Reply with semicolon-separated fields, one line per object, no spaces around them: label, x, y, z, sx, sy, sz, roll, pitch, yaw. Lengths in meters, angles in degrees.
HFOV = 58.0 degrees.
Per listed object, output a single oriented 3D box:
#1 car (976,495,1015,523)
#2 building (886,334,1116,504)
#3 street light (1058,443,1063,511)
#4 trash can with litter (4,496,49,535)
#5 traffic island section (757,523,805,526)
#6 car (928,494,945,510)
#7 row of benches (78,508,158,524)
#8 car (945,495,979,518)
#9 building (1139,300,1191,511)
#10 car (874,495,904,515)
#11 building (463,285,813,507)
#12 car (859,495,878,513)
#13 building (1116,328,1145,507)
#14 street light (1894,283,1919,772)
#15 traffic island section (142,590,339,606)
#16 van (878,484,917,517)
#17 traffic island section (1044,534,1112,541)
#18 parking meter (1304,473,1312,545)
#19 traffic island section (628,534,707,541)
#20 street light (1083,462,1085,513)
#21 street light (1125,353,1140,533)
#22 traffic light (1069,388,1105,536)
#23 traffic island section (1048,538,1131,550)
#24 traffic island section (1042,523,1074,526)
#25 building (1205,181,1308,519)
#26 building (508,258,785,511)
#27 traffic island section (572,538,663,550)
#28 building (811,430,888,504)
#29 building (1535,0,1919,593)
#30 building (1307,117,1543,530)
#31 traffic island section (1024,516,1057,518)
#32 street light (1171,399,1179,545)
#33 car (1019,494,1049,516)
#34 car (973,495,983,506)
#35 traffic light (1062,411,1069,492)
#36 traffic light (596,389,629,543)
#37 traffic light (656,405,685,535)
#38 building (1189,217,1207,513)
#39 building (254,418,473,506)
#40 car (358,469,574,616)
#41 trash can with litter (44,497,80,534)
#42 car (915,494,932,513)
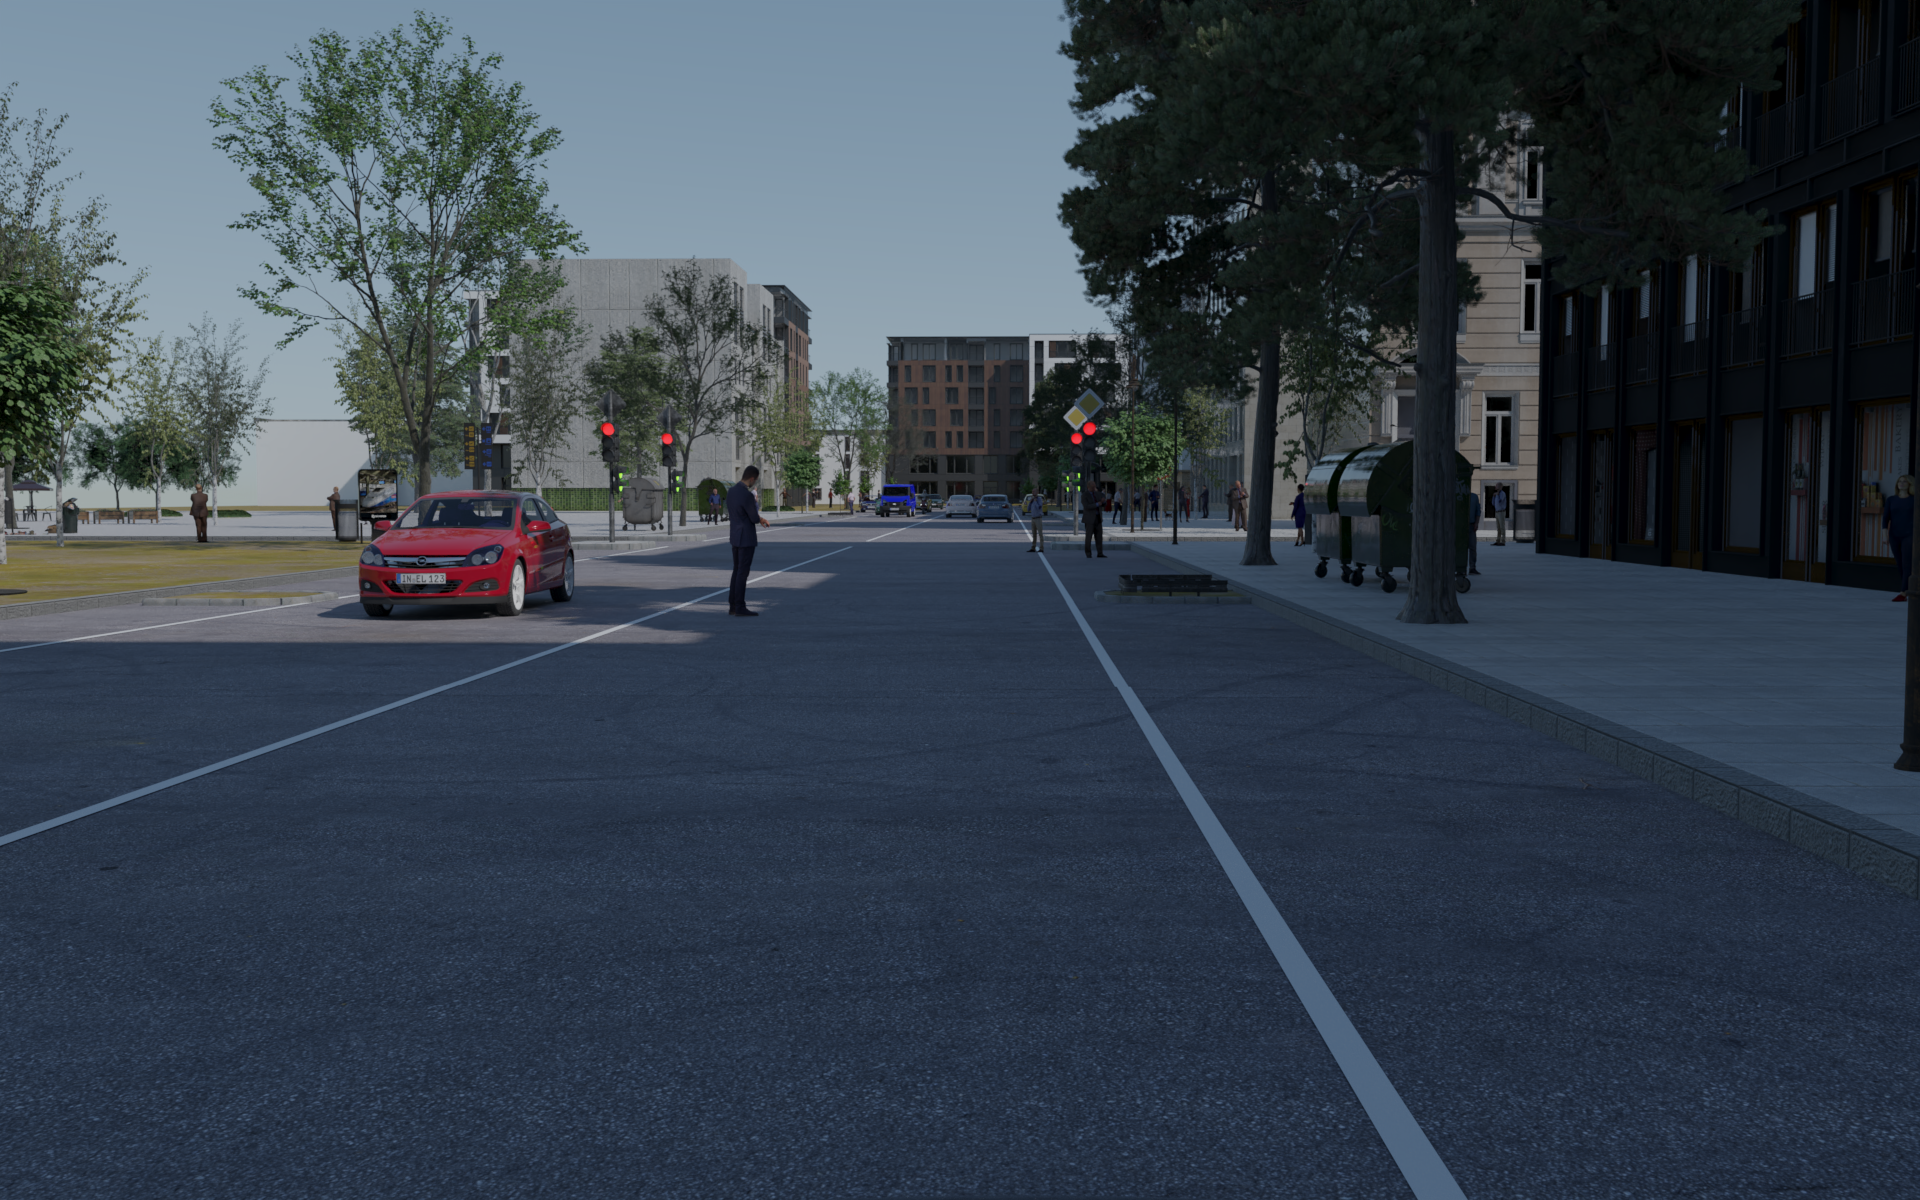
car;1.783;-4.610;87.377;2.014;1.417;4.499;0;4;3
building;7.003;-23.891;234.592;32.646;21.610;27.936;0;4;1
street light;7.481;-9.503;128.154;0.468;5.910;1.993;0;4;1
trash can with litter;-29.809;-2.657;54.507;2.233;1.210;1.678;1;4;17
traffic island section;-8.093;-3.403;78.503;1.991;0.108;1.994;0;4;1
car;-2.424;-9.232;160.733;2.009;1.686;4.222;0;4;1
row of benches;-36.587;-3.617;74.605;1.422;0.672;4.104;3;5;43
car;0.101;-5.703;105.607;2.083;1.381;4.827;0;4;2
building;24.482;-18.416;157.524;16.016;20.091;11.380;0;4;1
car;-4.805;-6.527;118.512;2.131;1.459;4.920;0;4;1
building;-33.028;-20.768;183.538;32.646;21.610;27.936;0;4;1
car;-6.810;-7.459;134.538;1.945;1.354;3.894;0;4;0
building;31.579;-20.540;179.802;27.936;21.610;32.646;0;4;1
street light;4.451;-2.147;7.889;0.468;5.910;1.993;0;4;1
traffic island section;-9.487;-0.019;23.182;1.991;0.108;1.994;0;4;1
van;-3.860;-6.329;107.864;2.240;2.365;5.245;0;4;3
traffic island section;3.603;-1.912;53.546;2.009;0.180;2.903;0;4;1
parking meter;8.934;-2.334;43.870;0.399;1.863;0.255;-2;4;-27
traffic island section;-9.034;-1.932;53.869;2.009;0.180;2.903;0;4;1
street light;6.657;-7.319;92.452;0.468;5.910;1.993;0;4;1
street light;5.693;-5.154;57.049;0.468;5.910;1.993;0;4;1
traffic light;3.362;-3.438;45.452;0.839;4.213;0.868;0;4;1
traffic island section;3.402;-1.424;45.564;2.009;0.180;2.903;0;4;1
traffic island section;4.223;-3.385;78.203;1.991;0.108;1.994;0;4;1
building;19.689;-14.684;94.830;10.420;20.320;16.860;0;4;1
building;-25.161;-17.103;146.090;16.747;18.905;31.486;0;4;1
traffic island section;-9.235;-1.444;45.886;2.009;0.180;2.903;0;4;1
building;-23.581;-17.384;226.379;28.070;9.664;9.099;0;4;1
building;18.392;-12.173;28.703;12.332;23.373;15.834;0;4;1
building;24.211;-17.146;66.235;20.117;28.700;13.634;0;4;1
traffic island section;4.920;-5.069;105.746;1.991;0.108;1.994;0;4;1
street light;5.462;-4.344;43.818;0.468;5.910;1.993;0;4;1
car;4.987;-6.454;115.745;2.015;1.641;3.980;0;4;1
car;1.944;-9.340;165.297;1.945;1.354;3.894;0;4;0
traffic light;3.563;-3.926;53.435;0.839;4.213;0.868;0;4;1
traffic light;-9.196;-3.456;45.752;0.839;4.213;0.868;0;4;1
traffic light;-8.994;-3.944;53.734;0.839;4.213;0.868;0;4;1
building;22.326;-19.464;115.499;12.463;27.353;25.104;0;4;1
building;-63.143;-15.399;193.927;28.070;9.664;9.099;0;4;1
car;-6.076;-0.770;21.633;2.155;1.783;4.494;0;4;0
trash can with litter;-29.216;-2.748;56.309;1.055;1.170;0.624;0;4;-1
car;-3.132;-7.591;134.334;2.015;1.641;3.980;0;4;3
